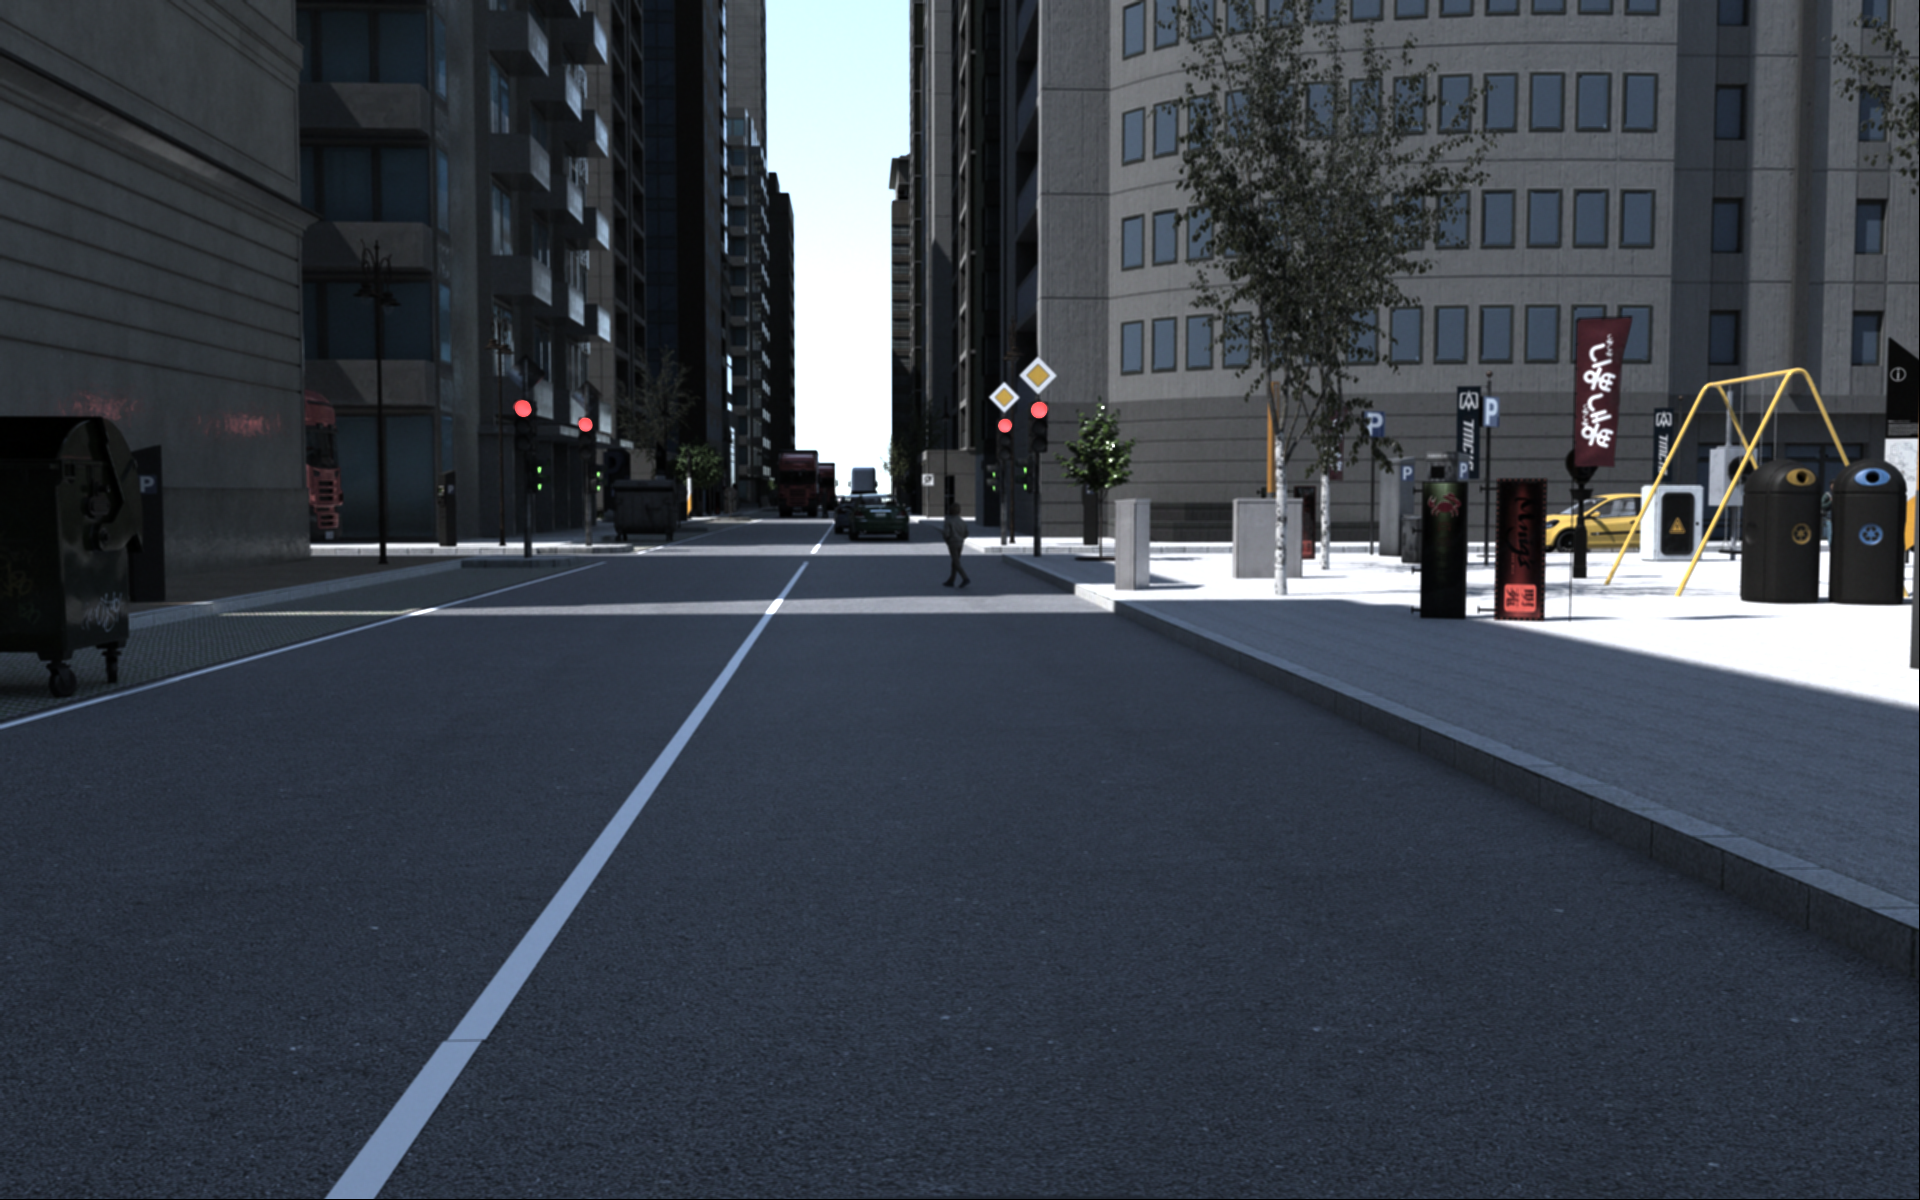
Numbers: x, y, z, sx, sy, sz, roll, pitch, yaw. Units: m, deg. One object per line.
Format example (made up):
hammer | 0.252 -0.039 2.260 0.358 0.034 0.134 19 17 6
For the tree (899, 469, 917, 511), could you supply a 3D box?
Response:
tree | -3.690 -8.481 133.266 1.663 3.219 1.824 0 3 0

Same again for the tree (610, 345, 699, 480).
tree | -14.874 -8.211 84.607 4.360 8.622 3.978 0 3 0

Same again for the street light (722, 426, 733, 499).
street light | -15.503 -8.688 114.838 0.468 5.910 1.993 0 4 -3

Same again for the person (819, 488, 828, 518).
person | -8.112 -5.756 102.793 0.590 1.801 0.661 0 4 -8

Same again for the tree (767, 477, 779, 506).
tree | -21.925 -12.613 200.830 1.663 3.219 1.824 0 3 0

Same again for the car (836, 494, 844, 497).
car | -16.735 -13.998 240.866 2.014 1.417 4.499 0 4 -4

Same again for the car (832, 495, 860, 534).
car | -3.733 -3.187 64.114 2.014 1.417 4.499 0 4 -2

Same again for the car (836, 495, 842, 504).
car | -14.691 -11.708 203.779 2.083 1.381 4.827 0 4 -3

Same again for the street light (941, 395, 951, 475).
street light | -0.670 -6.614 80.927 0.468 5.910 1.993 0 4 -3

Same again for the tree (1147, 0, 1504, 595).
tree | 4.189 -4.353 21.529 4.360 8.622 3.978 0 3 0

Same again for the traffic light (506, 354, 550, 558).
traffic light | -8.675 -2.802 34.741 0.839 4.253 0.868 0 4 -3

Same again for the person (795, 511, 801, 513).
person | -12.359 -7.551 132.049 1.350 1.814 0.705 -3 5 -45

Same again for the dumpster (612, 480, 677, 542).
dumpster | -9.458 -2.683 52.084 1.865 1.857 1.264 0 4 -3

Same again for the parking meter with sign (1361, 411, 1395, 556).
parking meter with sign | 9.011 -2.415 35.743 0.543 3.016 1.738 -1 4 -22

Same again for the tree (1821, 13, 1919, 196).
tree | 10.378 -3.982 15.469 4.360 8.622 3.978 0 3 0

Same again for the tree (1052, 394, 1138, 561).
tree | 2.606 -2.385 33.596 1.663 3.219 1.824 0 3 0

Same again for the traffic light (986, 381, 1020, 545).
traffic light | 1.084 -3.329 43.345 0.839 4.253 0.868 0 4 -3

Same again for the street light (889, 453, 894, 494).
street light | -8.239 -14.223 205.327 0.468 5.910 1.993 0 4 -3

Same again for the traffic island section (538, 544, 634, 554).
traffic island section | -9.198 -1.258 42.844 2.009 0.180 2.903 0 4 -3

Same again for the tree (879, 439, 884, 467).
tree | -7.838 -15.900 210.328 4.737 8.622 4.395 0 3 0

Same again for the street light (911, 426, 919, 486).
street light | -3.295 -9.157 122.510 0.468 5.910 1.993 0 4 -3

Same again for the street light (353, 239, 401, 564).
street light | -10.605 -3.601 31.667 0.468 5.910 1.993 0 4 -3

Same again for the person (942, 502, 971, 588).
person | -0.077 -0.846 26.605 0.640 1.303 0.475 3 5 41

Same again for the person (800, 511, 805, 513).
person | -12.290 -7.705 134.469 1.348 1.826 0.705 -2 4 -31

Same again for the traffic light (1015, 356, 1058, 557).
traffic light | 1.566 -2.841 35.375 0.839 4.253 0.868 0 4 -3

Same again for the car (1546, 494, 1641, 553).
car | 15.512 -1.919 41.604 3.980 1.641 2.015 0 4 -2

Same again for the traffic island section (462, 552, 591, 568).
traffic island section | -8.716 -0.770 34.873 2.009 0.180 2.903 0 4 -3

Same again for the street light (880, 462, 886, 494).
street light | -10.503 -16.419 241.238 0.468 5.910 1.993 0 4 -3

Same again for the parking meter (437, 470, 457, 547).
parking meter | -12.548 -2.242 42.360 0.255 1.863 0.399 2 4 30

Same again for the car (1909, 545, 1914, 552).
car | 24.476 -1.922 40.106 5.304 1.827 2.281 0 4 -4

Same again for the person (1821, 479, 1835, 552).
person | 20.408 -1.933 40.447 0.623 1.781 0.721 -1 4 -21

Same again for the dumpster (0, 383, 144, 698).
dumpster | -7.128 -0.458 12.433 1.985 2.255 1.502 0 4 -5

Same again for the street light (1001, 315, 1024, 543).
street light | 1.362 -4.417 45.002 0.468 5.910 1.993 0 4 -3

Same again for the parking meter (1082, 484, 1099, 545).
parking meter | 3.265 -2.305 43.394 0.399 1.863 0.255 1 4 11

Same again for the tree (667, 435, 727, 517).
tree | -14.633 -6.898 96.491 4.285 4.588 4.351 0 3 0

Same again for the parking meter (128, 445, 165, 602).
parking meter | -9.717 -0.911 20.612 0.399 1.863 0.255 -3 5 -40

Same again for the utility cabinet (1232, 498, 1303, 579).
utility cabinet | 4.689 -0.933 26.422 1.020 1.237 0.306 0 4 -6

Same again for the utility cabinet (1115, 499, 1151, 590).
utility cabinet | 2.340 -0.757 23.533 0.306 1.237 1.020 1 4 17

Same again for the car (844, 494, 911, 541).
car | -2.593 -2.630 54.791 2.131 1.459 4.920 0 4 -5

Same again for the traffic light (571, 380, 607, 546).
traffic light | -9.158 -3.290 42.711 0.839 4.253 0.868 0 4 -3

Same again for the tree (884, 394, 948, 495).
tree | -2.903 -10.777 126.562 4.737 8.622 4.395 0 3 0

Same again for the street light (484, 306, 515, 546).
street light | -11.355 -4.284 42.823 0.468 5.910 1.993 0 4 -3

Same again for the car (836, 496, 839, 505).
car | -13.878 -10.759 184.712 1.959 1.807 4.718 0 4 -4

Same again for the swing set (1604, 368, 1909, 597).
swing set | 10.491 -1.559 23.111 2.862 2.851 3.119 0 4 3

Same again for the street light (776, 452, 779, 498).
street light | -20.248 -13.428 192.330 0.468 5.910 1.993 0 4 -3

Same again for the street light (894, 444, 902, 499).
street light | -5.541 -11.354 158.422 0.468 5.910 1.993 0 4 -3

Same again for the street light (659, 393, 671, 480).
street light | -13.402 -6.491 78.917 0.468 5.910 1.993 0 4 -3

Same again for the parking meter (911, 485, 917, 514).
parking meter | -2.933 -6.500 111.990 0.399 1.863 0.255 0 4 7

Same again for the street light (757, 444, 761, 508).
street light | -18.107 -11.231 156.412 0.468 5.910 1.993 0 4 -3
